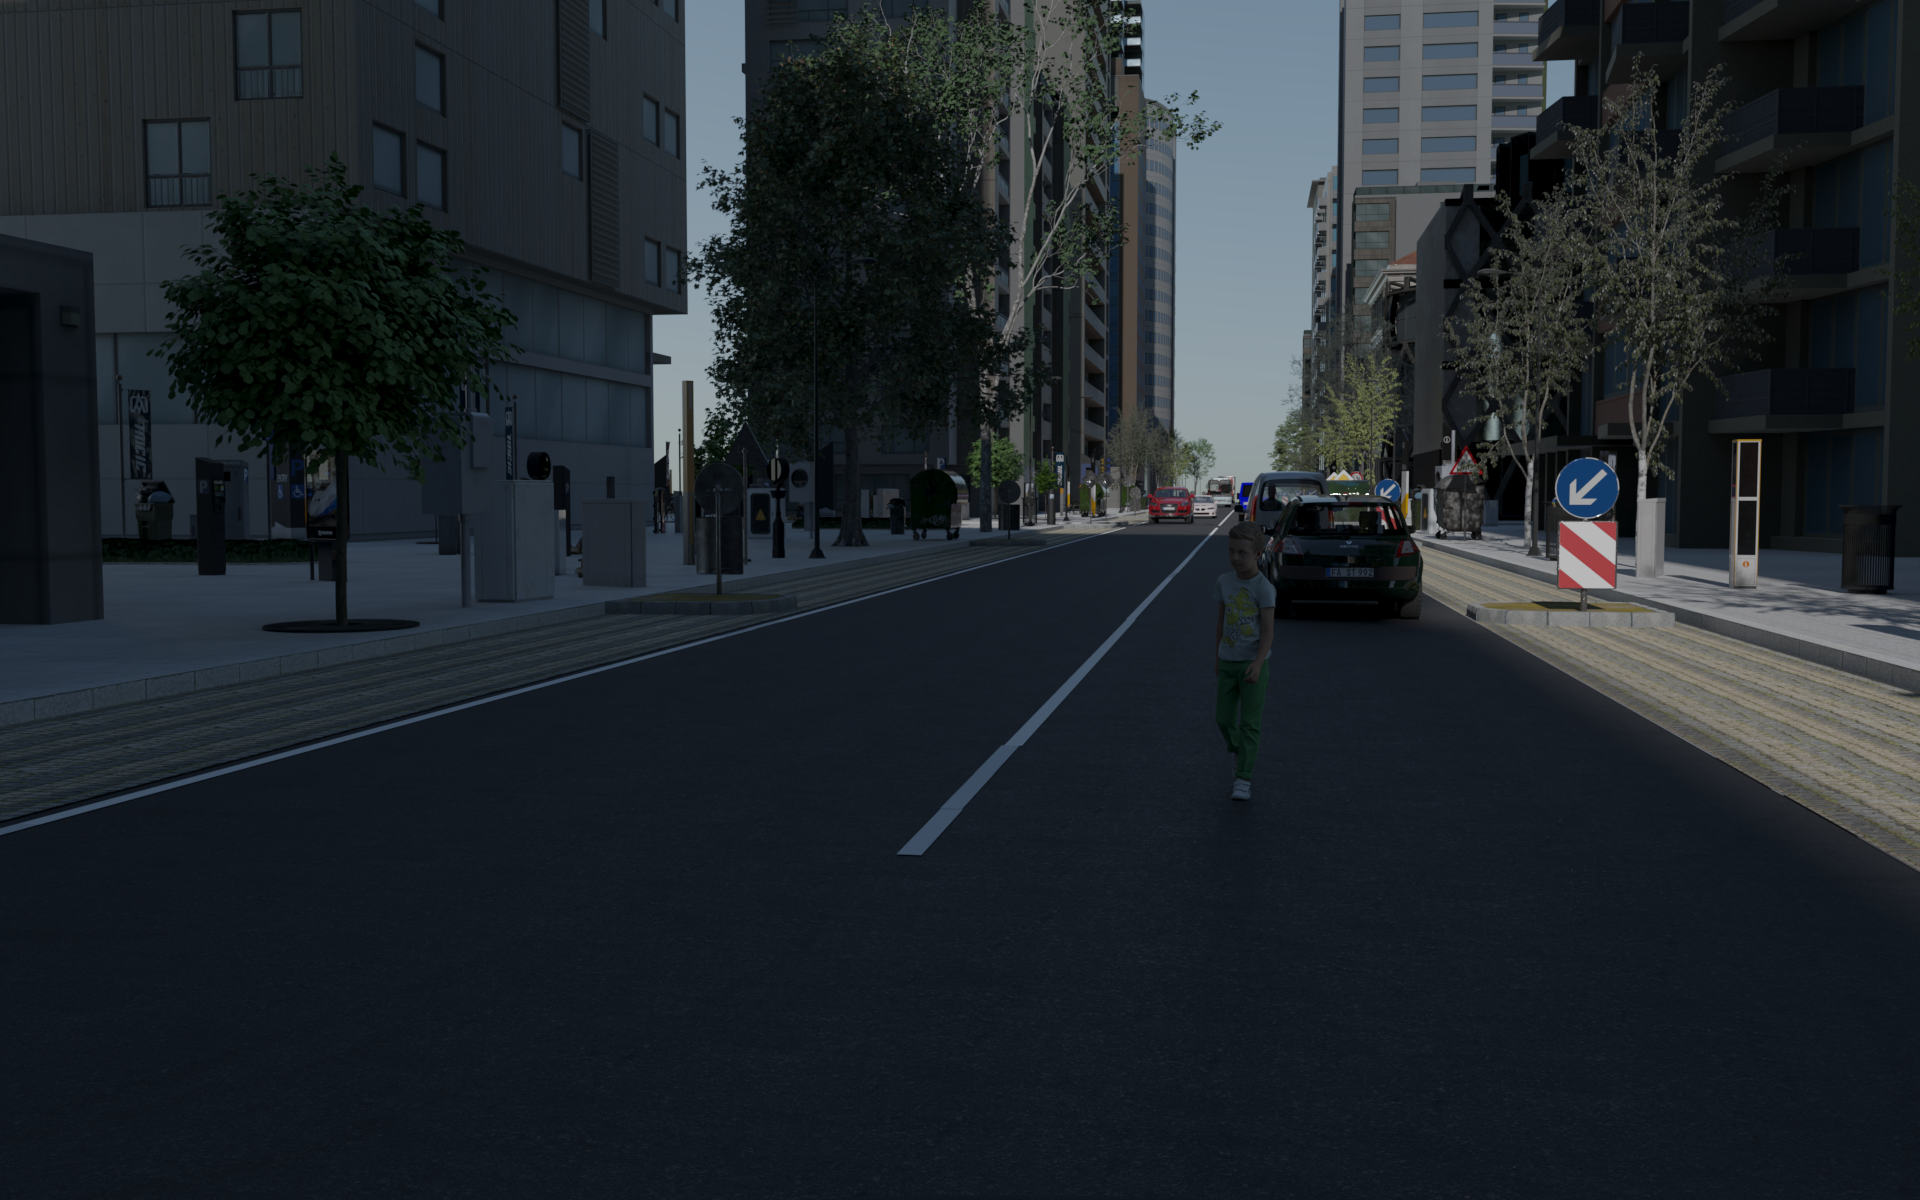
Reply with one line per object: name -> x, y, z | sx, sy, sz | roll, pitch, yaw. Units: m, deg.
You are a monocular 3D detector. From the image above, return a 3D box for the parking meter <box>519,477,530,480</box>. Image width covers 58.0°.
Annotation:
parking meter -> -6.367, -1.064, 25.801 | 0.372, 1.533, 0.369 | 0, 3, 0

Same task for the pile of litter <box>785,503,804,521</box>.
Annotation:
pile of litter -> -7.904, -4.233, 83.175 | 1.176, 0.858, 1.719 | 1, 4, 18

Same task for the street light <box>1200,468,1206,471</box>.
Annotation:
street light -> 37.514, -18.364, 272.786 | 1.470, 5.913, 1.316 | 1, 4, 9

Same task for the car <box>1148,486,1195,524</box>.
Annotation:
car -> 10.363, -4.652, 84.740 | 2.281, 1.827, 5.304 | 1, 4, 10

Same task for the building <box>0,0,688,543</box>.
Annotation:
building -> -26.144, -28.733, 59.019 | 27.495, 52.752, 28.713 | 1, 4, 9

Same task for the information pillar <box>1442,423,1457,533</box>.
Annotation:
information pillar -> 15.997, -3.997, 56.701 | 0.504, 3.616, 0.183 | 0, 4, 6

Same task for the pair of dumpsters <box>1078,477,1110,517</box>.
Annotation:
pair of dumpsters -> 7.498, -5.807, 97.444 | 1.574, 2.255, 4.437 | 1, 4, 10

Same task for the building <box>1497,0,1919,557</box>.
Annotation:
building -> 27.788, -23.940, 46.043 | 22.147, 44.769, 28.867 | 1, 4, 9

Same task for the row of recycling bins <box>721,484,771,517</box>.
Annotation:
row of recycling bins -> -8.675, -3.898, 70.844 | 1.069, 1.692, 3.534 | 1, 4, 21

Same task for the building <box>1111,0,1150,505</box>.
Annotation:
building -> 11.783, -54.566, 204.821 | 22.319, 86.520, 31.000 | 1, 4, 9

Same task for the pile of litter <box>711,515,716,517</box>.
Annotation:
pile of litter -> -12.188, -4.638, 89.796 | 1.719, 0.858, 1.176 | 2, 4, 24

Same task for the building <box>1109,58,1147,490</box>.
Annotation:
building -> 12.275, -32.600, 183.128 | 14.600, 45.320, 14.200 | 1, 4, 9

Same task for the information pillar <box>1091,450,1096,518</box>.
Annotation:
information pillar -> 7.014, -6.110, 91.261 | 0.183, 3.616, 0.504 | -1, 4, -17

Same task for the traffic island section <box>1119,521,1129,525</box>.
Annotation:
traffic island section -> 6.769, -3.560, 80.490 | 2.009, 0.180, 2.903 | 1, 4, 9

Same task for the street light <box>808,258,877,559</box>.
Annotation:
street light -> -2.316, -3.774, 34.249 | 1.470, 5.913, 1.316 | 1, 4, 9

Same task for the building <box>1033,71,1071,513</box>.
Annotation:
building -> -0.065, -21.290, 119.799 | 14.160, 30.474, 14.107 | 1, 4, 9

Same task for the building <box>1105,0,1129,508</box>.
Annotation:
building -> 6.013, -44.496, 165.768 | 20.563, 71.187, 20.611 | 1, 4, 9

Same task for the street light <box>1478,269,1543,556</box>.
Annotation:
street light -> 11.379, -3.870, 35.821 | 1.470, 5.913, 1.316 | 1, 4, 9

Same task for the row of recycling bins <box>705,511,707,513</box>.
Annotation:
row of recycling bins -> -15.310, -6.313, 110.333 | 3.534, 1.692, 1.069 | -3, 5, -42

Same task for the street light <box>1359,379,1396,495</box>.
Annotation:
street light -> 17.051, -5.977, 70.259 | 1.470, 5.913, 1.316 | 1, 4, 9

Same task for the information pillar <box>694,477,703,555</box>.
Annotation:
information pillar -> -5.654, -1.975, 36.788 | 0.304, 2.012, 0.304 | -2, 4, -26

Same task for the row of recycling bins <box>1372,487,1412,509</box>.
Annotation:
row of recycling bins -> 24.611, -5.709, 100.459 | 3.534, 1.692, 1.069 | -1, 4, -13

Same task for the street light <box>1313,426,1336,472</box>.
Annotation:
street light -> 25.016, -8.897, 118.002 | 1.470, 5.913, 1.316 | 1, 4, 9

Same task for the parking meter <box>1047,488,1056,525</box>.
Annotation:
parking meter -> 3.808, -3.901, 72.186 | 0.372, 1.533, 0.369 | 0, 3, 0

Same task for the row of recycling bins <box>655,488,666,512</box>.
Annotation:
row of recycling bins -> -20.053, -6.266, 109.564 | 1.069, 1.692, 3.534 | 3, 5, 41

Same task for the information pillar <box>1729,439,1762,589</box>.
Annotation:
information pillar -> 10.638, -1.161, 23.475 | 0.304, 2.012, 0.304 | 1, 4, 12

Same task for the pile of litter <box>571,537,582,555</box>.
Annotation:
pile of litter -> -7.902, -1.400, 36.850 | 1.176, 0.858, 1.719 | -3, 4, -38

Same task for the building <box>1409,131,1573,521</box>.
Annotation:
building -> 32.267, -13.431, 87.050 | 16.811, 18.784, 16.820 | 1, 4, 9

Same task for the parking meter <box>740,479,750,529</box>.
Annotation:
parking meter -> -7.828, -3.513, 63.154 | 0.399, 1.863, 0.255 | -1, 4, -10

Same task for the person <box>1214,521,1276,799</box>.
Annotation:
person -> 1.367, 0.271, 8.325 | 0.306, 1.304, 0.590 | 1, 4, 16

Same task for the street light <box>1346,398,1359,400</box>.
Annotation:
street light -> 19.288, -6.791, 83.573 | 1.470, 5.913, 1.316 | 1, 4, 9

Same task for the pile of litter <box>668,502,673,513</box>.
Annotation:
pile of litter -> -19.100, -6.144, 114.415 | 1.176, 0.858, 1.719 | -3, 4, -38

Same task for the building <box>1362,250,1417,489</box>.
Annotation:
building -> 38.912, -18.552, 139.475 | 11.583, 22.565, 21.152 | 1, 4, 9

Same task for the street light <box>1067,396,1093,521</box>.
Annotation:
street light -> 5.582, -6.691, 81.943 | 1.470, 5.913, 1.316 | 1, 4, 9

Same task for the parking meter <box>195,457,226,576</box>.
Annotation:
parking meter -> -11.836, -1.325, 27.375 | 0.399, 1.863, 0.255 | 1, 4, 22

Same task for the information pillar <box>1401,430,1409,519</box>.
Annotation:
information pillar -> 16.260, -4.399, 63.275 | 0.183, 3.616, 0.504 | 0, 4, -6

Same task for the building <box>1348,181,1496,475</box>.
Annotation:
building -> 44.034, -24.006, 164.194 | 14.160, 30.474, 14.107 | 1, 4, 9

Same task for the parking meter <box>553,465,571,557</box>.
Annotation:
parking meter -> -8.174, -1.826, 35.568 | 0.255, 1.863, 0.399 | 0, 4, 7

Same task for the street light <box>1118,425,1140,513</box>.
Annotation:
street light -> 11.374, -8.815, 116.664 | 1.470, 5.913, 1.316 | 1, 4, 9

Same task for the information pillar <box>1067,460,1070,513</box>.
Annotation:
information pillar -> 7.290, -7.693, 117.131 | 0.183, 3.616, 0.504 | -1, 4, -16

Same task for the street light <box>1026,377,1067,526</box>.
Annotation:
street light -> 3.327, -5.886, 68.776 | 1.470, 5.913, 1.316 | 1, 4, 9

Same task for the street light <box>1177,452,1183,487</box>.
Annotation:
street light -> 23.641, -13.328, 190.458 | 1.470, 5.913, 1.316 | 1, 4, 9

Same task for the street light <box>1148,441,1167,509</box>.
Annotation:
street light -> 17.905, -11.221, 156.006 | 1.470, 5.913, 1.316 | 1, 4, 9

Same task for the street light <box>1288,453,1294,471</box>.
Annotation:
street light -> 37.747, -13.523, 193.634 | 1.470, 5.913, 1.316 | 1, 4, 9

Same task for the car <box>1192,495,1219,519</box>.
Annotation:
car -> 14.323, -5.534, 102.840 | 2.083, 1.381, 4.827 | 1, 4, 9

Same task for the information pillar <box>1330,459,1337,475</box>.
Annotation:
information pillar -> 25.185, -7.680, 116.923 | 0.504, 3.616, 0.183 | 3, 5, 44

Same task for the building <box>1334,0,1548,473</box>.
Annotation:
building -> 50.671, -39.253, 183.790 | 21.231, 58.520, 28.212 | 1, 4, 9

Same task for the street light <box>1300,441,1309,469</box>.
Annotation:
street light -> 31.835, -11.381, 158.616 | 1.470, 5.913, 1.316 | 1, 4, 9

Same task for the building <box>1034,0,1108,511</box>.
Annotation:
building -> 0.793, -31.900, 145.266 | 21.300, 48.544, 21.600 | 1, 4, 9

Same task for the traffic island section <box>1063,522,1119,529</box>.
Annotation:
traffic island section -> 5.455, -3.078, 72.613 | 2.009, 0.180, 2.903 | 1, 4, 9

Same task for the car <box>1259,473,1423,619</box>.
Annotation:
car -> 4.630, -0.703, 21.276 | 2.009, 1.686, 4.222 | 1, 4, 8

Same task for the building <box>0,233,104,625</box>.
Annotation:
building -> -19.588, -35.141, 12.810 | 20.563, 71.187, 20.611 | 1, 4, 9

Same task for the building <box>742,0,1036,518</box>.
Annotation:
building -> -3.548, -25.327, 97.691 | 14.154, 41.232, 14.086 | 1, 4, 9

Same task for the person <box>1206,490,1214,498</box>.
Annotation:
person -> 26.082, -10.592, 181.642 | 0.705, 1.831, 1.348 | -3, 5, -45

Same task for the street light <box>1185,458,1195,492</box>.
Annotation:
street light -> 31.552, -16.238, 238.027 | 1.470, 5.913, 1.316 | 1, 4, 9

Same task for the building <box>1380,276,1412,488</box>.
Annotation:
building -> 37.898, -15.480, 120.553 | 16.820, 18.784, 16.811 | 1, 4, 9
